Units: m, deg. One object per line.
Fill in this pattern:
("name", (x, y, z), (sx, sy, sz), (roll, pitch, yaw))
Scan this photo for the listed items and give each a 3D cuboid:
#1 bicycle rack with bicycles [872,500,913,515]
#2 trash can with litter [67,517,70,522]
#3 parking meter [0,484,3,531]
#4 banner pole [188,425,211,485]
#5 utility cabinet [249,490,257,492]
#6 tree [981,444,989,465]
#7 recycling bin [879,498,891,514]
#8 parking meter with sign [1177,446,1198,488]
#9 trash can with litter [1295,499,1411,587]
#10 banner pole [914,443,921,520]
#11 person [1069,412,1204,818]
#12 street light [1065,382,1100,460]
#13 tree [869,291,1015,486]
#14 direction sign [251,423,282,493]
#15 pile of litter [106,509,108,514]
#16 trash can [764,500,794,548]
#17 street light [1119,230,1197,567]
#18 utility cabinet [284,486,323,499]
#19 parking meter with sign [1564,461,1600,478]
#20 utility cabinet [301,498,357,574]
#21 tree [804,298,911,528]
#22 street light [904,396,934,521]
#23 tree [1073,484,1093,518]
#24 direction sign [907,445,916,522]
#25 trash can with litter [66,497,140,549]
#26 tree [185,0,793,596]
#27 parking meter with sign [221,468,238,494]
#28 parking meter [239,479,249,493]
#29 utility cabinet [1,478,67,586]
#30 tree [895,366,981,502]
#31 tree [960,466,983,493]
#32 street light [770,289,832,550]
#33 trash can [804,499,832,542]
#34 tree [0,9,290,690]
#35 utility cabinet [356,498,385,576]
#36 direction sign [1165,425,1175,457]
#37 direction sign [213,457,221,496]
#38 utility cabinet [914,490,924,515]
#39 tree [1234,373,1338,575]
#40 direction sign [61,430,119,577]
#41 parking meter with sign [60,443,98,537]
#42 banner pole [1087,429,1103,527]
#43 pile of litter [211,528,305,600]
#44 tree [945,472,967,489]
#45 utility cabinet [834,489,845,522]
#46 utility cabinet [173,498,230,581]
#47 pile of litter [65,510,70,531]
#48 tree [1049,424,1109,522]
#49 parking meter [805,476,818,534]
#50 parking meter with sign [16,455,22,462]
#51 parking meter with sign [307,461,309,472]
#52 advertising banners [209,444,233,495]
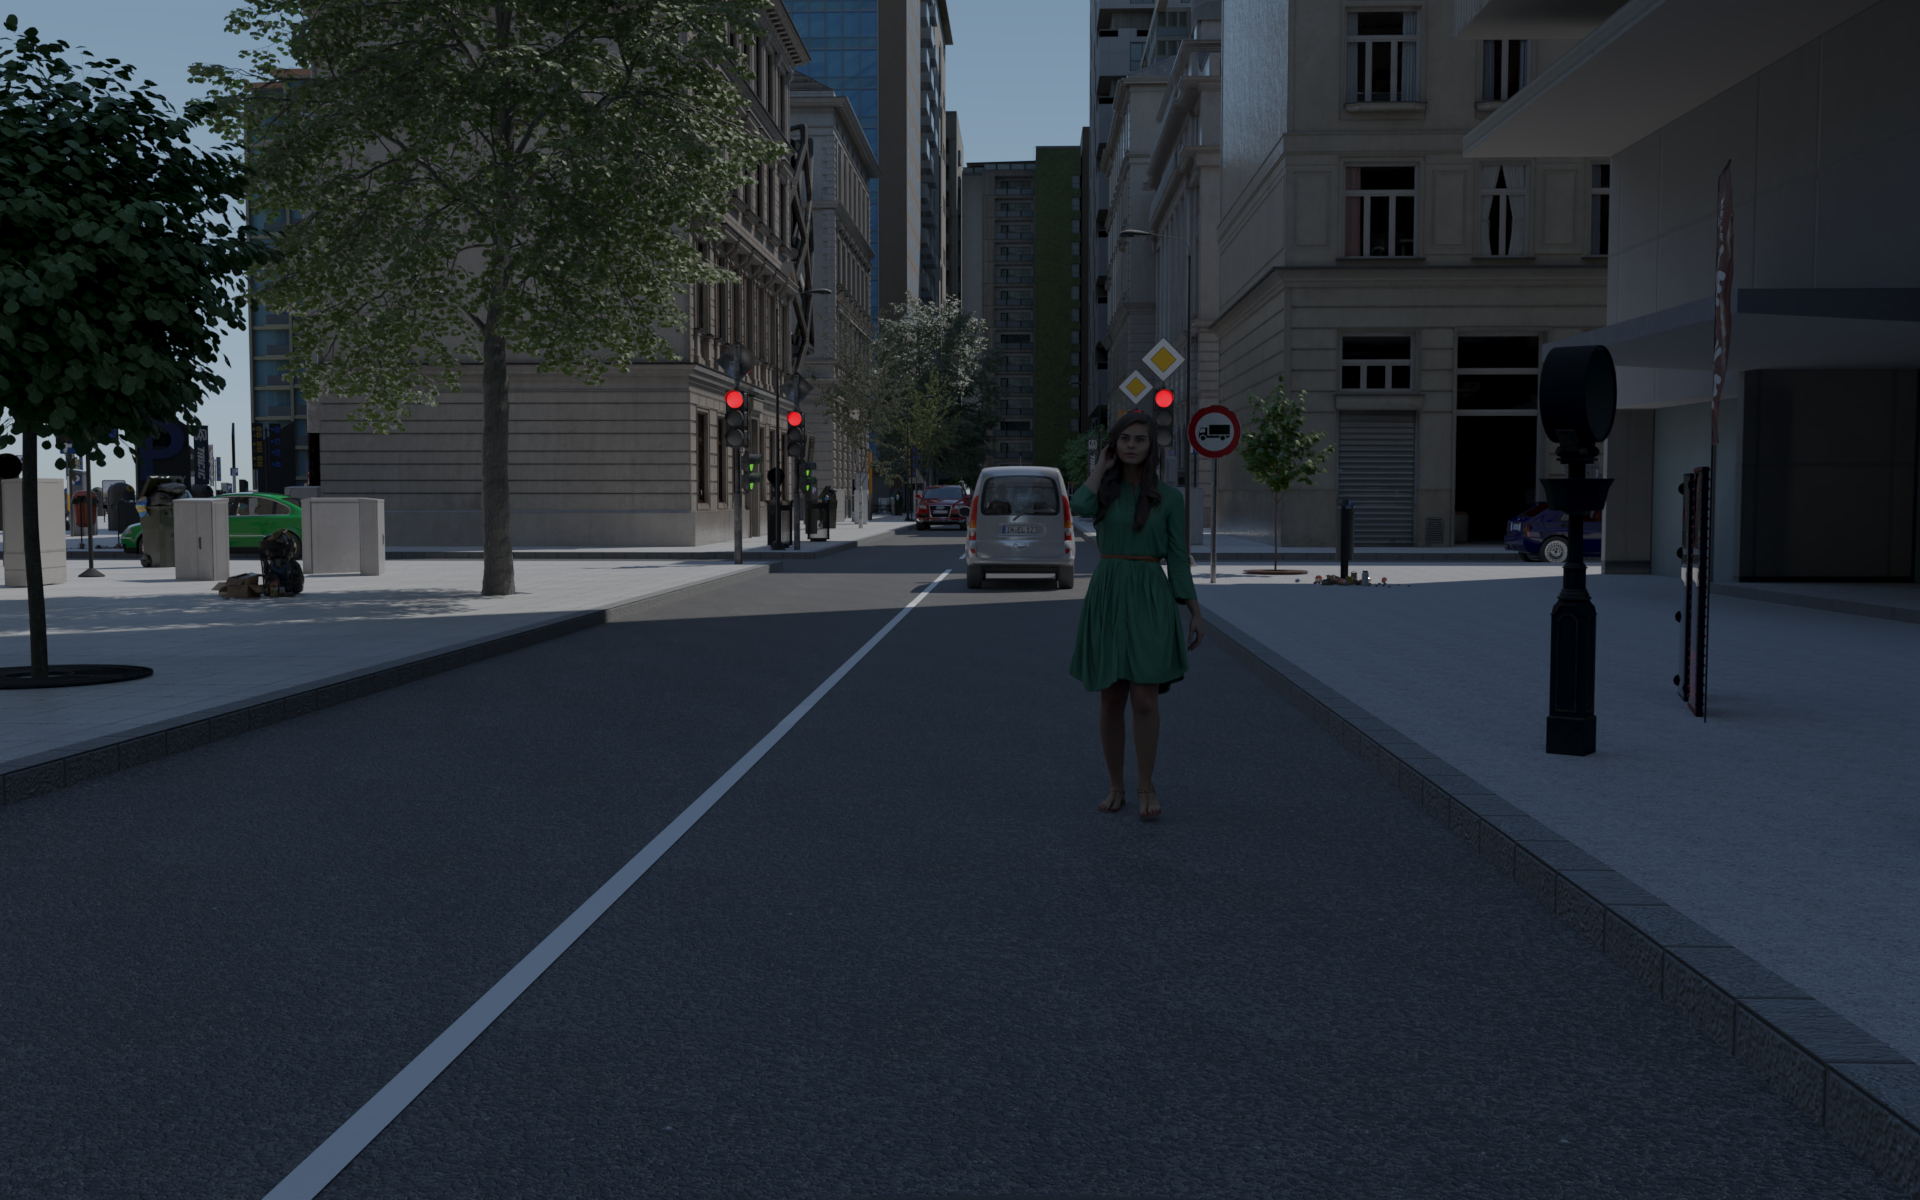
("bicycle rack with bicycles", (-4.367, -5.776, 107.818), (2.925, 0.926, 2.852), (-1, 4, -16))
("trash can with litter", (-38.304, -3.909, 75.299), (0.624, 1.170, 1.055), (1, 4, 20))
("parking meter", (-33.211, -3.329, 60.134), (0.255, 1.863, 0.399), (-1, 4, -13))
("banner pole", (-24.319, -3.985, 55.168), (0.863, 3.779, 0.401), (-3, 5, -41))
("utility cabinet", (-38.977, -5.350, 96.157), (1.173, 1.500, 0.318), (0, 4, -4))
("tree", (1.047, -13.489, 170.909), (4.737, 8.622, 4.395), (0, 3, 0))
("recycling bin", (-4.948, -6.224, 114.323), (0.722, 1.027, 0.722), (0, 4, 8))
("parking meter with sign", (6.444, -3.374, 51.420), (1.738, 3.016, 0.543), (-3, 5, -42))
("trash can with litter", (5.694, -0.850, 24.957), (1.678, 1.210, 2.233), (1, 4, 18))
("banner pole", (-2.069, -5.863, 85.876), (0.401, 3.779, 0.863), (1, 4, 16))
("person", (0.775, 0.062, 7.736), (0.600, 1.795, 0.529), (0, 3, 0))
("street light", (5.221, -6.059, 71.606), (1.470, 5.913, 1.316), (0, 4, 2))
("tree", (-1.632, -12.402, 109.435), (9.857, 13.997, 8.962), (0, 3, 0))
("direction sign", (-22.136, -3.874, 55.338), (0.876, 3.537, 0.379), (-2, 4, -24))
("pile of litter", (-54.571, -5.905, 110.508), (1.176, 0.858, 1.719), (-1, 4, -9))
("trash can", (-4.292, -1.810, 41.249), (0.748, 1.137, 0.748), (0, 3, 0))
("street light", (3.495, -3.551, 30.607), (1.470, 5.913, 1.316), (0, 4, 2))
("utility cabinet", (-18.854, -2.516, 49.817), (1.173, 1.500, 0.318), (1, 4, 21))
("parking meter with sign", (14.194, -2.649, 39.568), (1.738, 3.016, 0.543), (2, 4, 31))
("utility cabinet", (-10.185, -1.043, 28.207), (0.306, 1.237, 1.020), (3, 4, 38))
("tree", (-3.710, -6.975, 64.403), (4.360, 8.622, 3.978), (0, 3, 0))
("street light", (-1.937, -6.690, 81.929), (1.470, 5.913, 1.316), (0, 4, 2))
("tree", (6.651, -5.960, 92.042), (1.663, 3.219, 1.824), (0, 3, 0))
("direction sign", (-2.257, -5.434, 80.835), (0.379, 3.537, 0.876), (-2, 4, -26))
("trash can with litter", (-20.060, -1.825, 40.897), (2.233, 1.210, 1.678), (-3, 5, -41))
("tree", (-5.485, -6.329, 21.605), (7.486, 12.596, 7.792), (0, 3, 0))
("parking meter with sign", (-48.547, -7.243, 114.686), (1.738, 3.016, 0.543), (2, 4, 32))
("parking meter", (-28.308, -3.840, 68.493), (0.255, 1.863, 0.399), (0, 4, -1))
("utility cabinet", (-12.942, -0.950, 24.208), (0.318, 1.500, 1.173), (0, 4, -3))
("tree", (-1.979, -9.203, 100.837), (4.737, 8.622, 4.395), (0, 3, 0))
("tree", (1.572, -12.155, 182.445), (4.285, 4.588, 4.351), (0, 3, 0))
("street light", (-3.606, -4.087, 39.360), (1.470, 5.913, 1.316), (0, 4, 2))
("trash can", (-3.821, -2.145, 46.724), (0.748, 1.137, 0.748), (0, 3, 0))
("tree", (-6.347, -1.728, 11.971), (4.285, 4.588, 4.351), (0, 3, 0))
("utility cabinet", (-9.357, -1.005, 27.598), (0.306, 1.237, 1.020), (-1, 4, -13))
("direction sign", (6.748, -3.932, 56.292), (0.379, 3.537, 0.876), (3, 4, 36))
("direction sign", (-45.212, -6.925, 105.217), (0.379, 3.537, 0.876), (1, 4, 22))
("utility cabinet", (-2.438, -5.944, 105.860), (0.318, 1.500, 1.173), (-2, 4, -28))
("tree", (5.212, -2.029, 27.771), (1.663, 3.219, 1.824), (0, 3, 0))
("direction sign", (-13.445, -2.123, 26.705), (0.876, 3.537, 0.379), (-1, 4, -21))
("parking meter with sign", (-26.727, -3.448, 52.633), (0.543, 3.016, 1.738), (-1, 4, -9))
("banner pole", (5.247, -4.699, 66.841), (0.863, 3.779, 0.401), (-2, 4, -31))
("pile of litter", (-8.853, -0.478, 21.784), (1.176, 0.858, 1.719), (0, 4, 4))
("tree", (-0.415, -9.195, 144.943), (1.663, 3.219, 1.824), (0, 3, 0))
("utility cabinet", (-5.724, -4.277, 78.609), (0.318, 1.500, 1.173), (2, 4, 35))
("utility cabinet", (-11.346, -0.901, 25.892), (1.020, 1.237, 0.306), (2, 4, 35))
("pile of litter", (-31.622, -2.899, 61.365), (1.176, 0.858, 1.719), (-2, 4, -33))
("tree", (6.452, -6.150, 84.263), (4.285, 4.588, 4.351), (0, 3, 0))
("parking meter", (-4.779, -3.059, 55.723), (0.255, 1.863, 0.399), (3, 4, 36))
("parking meter with sign", (-41.430, -4.914, 76.609), (0.543, 3.016, 1.738), (-2, 4, -28))
("parking meter with sign", (-34.177, -5.823, 91.471), (0.543, 3.016, 1.738), (-1, 4, -19))
("advertising banners", (-25.844, -3.932, 60.480), (0.090, 3.025, 2.074), (-3, 5, -44))
